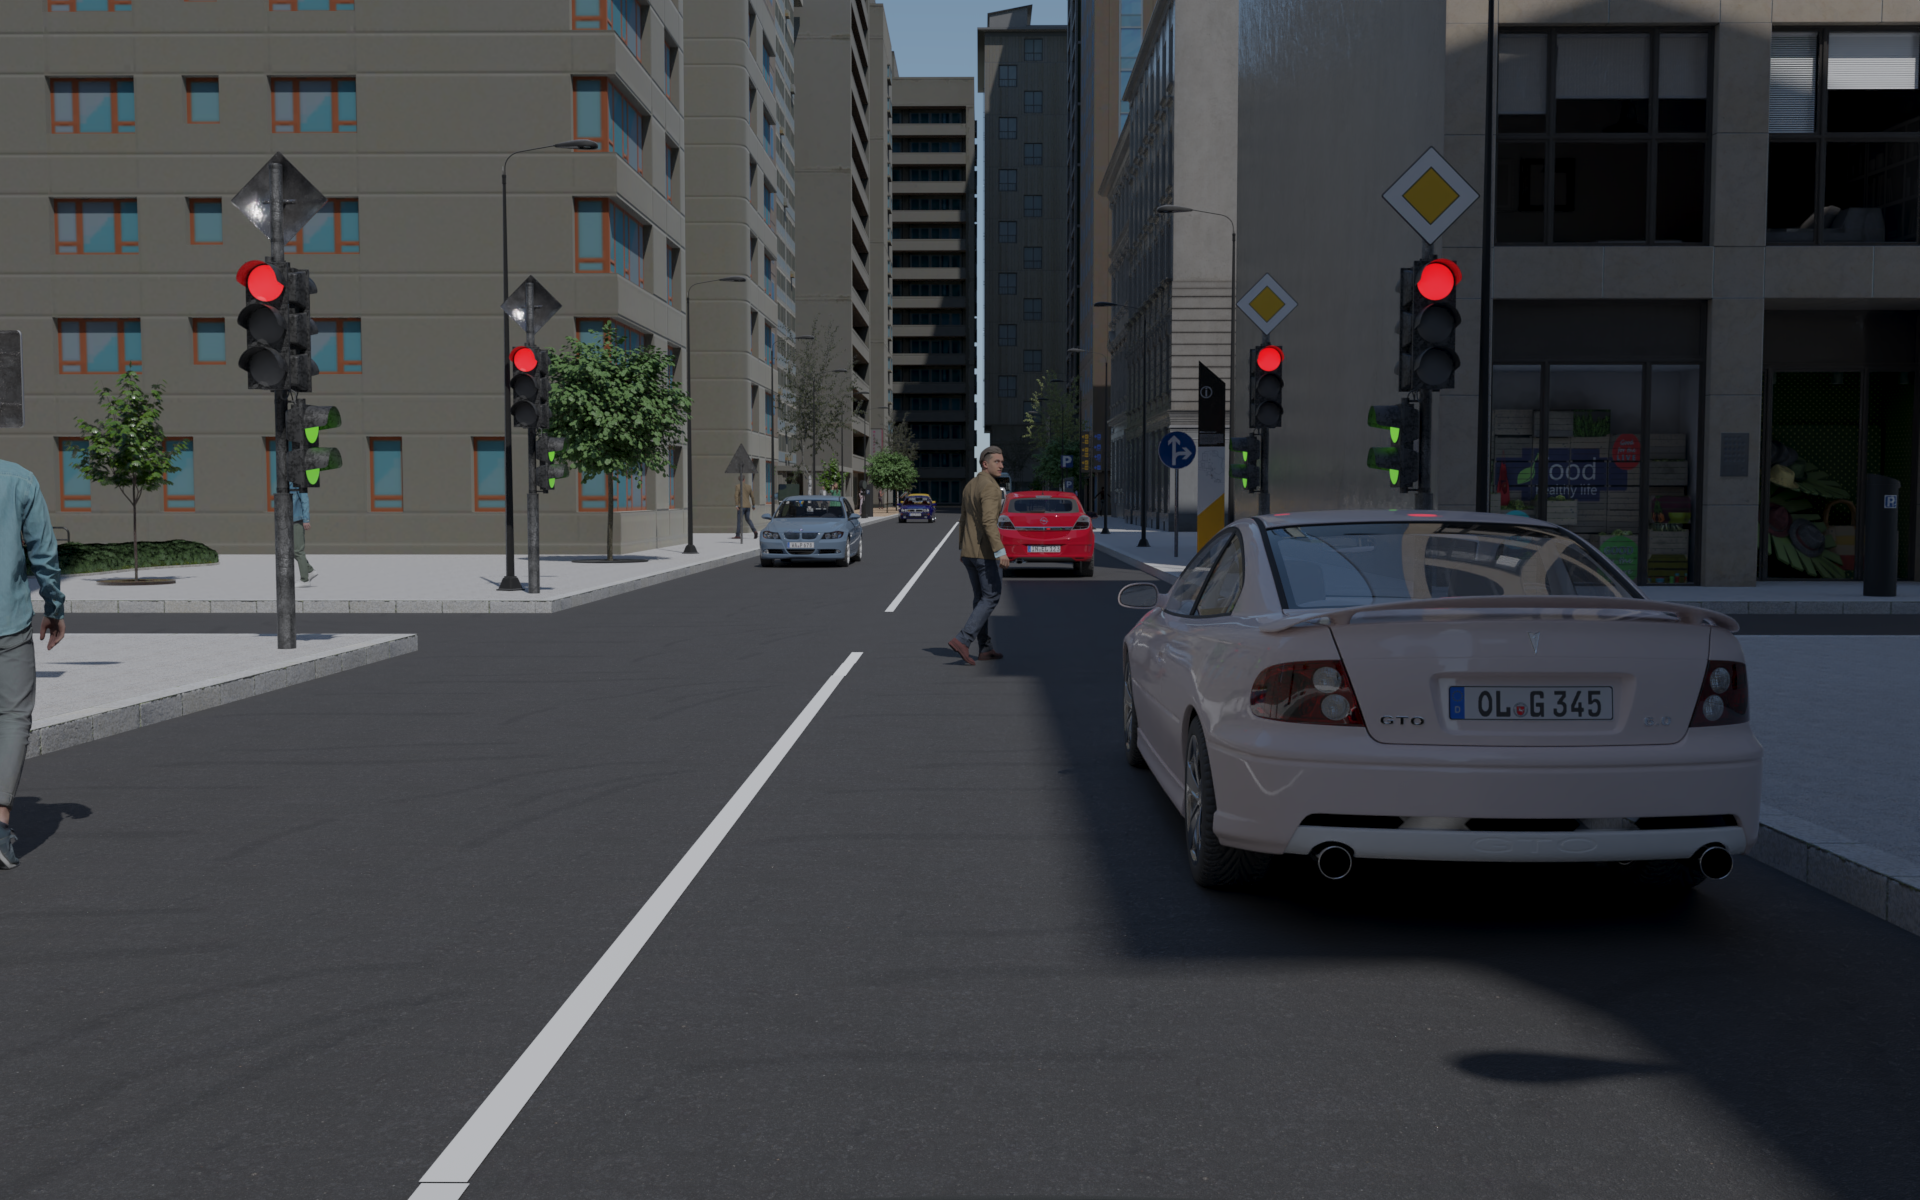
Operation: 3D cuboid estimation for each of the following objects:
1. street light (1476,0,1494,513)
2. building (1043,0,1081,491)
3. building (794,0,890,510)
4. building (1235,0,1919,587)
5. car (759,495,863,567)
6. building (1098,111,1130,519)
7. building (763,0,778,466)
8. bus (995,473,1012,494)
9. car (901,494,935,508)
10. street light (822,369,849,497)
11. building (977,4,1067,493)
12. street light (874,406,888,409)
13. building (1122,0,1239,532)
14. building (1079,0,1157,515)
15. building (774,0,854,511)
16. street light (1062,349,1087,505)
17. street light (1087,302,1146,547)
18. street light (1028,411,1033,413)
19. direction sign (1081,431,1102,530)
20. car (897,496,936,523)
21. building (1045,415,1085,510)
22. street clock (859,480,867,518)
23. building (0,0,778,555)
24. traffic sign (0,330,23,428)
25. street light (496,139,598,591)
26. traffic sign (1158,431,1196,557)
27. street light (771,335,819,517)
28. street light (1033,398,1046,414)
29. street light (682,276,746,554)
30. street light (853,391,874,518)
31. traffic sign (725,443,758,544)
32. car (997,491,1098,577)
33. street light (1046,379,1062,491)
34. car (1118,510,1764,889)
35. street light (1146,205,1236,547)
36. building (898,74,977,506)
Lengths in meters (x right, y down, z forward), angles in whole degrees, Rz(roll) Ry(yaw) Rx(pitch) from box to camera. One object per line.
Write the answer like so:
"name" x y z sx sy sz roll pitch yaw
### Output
"street light" 3.696 -2.533 13.958 1.470 5.913 1.316 0 4 1
"building" 18.367 -44.124 159.672 20.563 71.187 20.611 0 4 1
"building" -17.308 -32.819 160.291 21.600 48.544 21.300 0 4 1
"building" 23.703 -13.947 32.553 34.151 26.468 19.350 0 4 1
"car" -3.003 -1.442 35.577 2.014 1.417 4.499 0 4 2
"building" 13.361 -15.318 86.601 11.583 22.565 21.152 0 4 1
"building" -16.174 -26.247 79.253 14.600 45.320 14.200 0 4 1
"bus" 3.164 -9.885 156.471 2.948 3.499 13.247 0 3 0
"car" -2.417 -5.569 101.275 2.015 1.641 3.980 0 4 3
"street light" -4.887 -5.620 64.429 1.470 5.913 1.316 0 4 1
"building" 15.702 -37.119 196.142 27.495 52.752 28.713 0 4 1
"street light" -4.501 -7.302 91.930 1.470 5.913 1.316 0 4 1
"building" 11.858 -13.324 66.993 9.793 20.994 18.267 0 4 1
"building" 15.002 -28.162 110.556 14.600 45.320 14.200 0 4 1
"building" -23.364 -25.552 109.659 32.217 40.220 23.993 0 4 1
"street light" 4.134 -5.072 55.474 1.470 5.913 1.316 0 4 1
"street light" 3.925 -4.246 41.960 1.470 5.913 1.316 0 4 1
"street light" 4.523 -7.630 97.299 1.470 5.913 1.316 0 4 1
"direction sign" 4.731 -4.306 62.406 0.876 3.537 0.379 3 4 39
"car" -2.142 -4.527 86.603 1.945 1.354 3.894 0 4 2
"building" 18.428 -50.157 132.741 22.319 86.520 31.000 0 4 1
"street clock" -5.087 -5.291 91.081 0.358 2.002 0.471 2 4 30
"building" -20.830 -12.569 50.536 27.650 21.520 28.899 0 4 1
"traffic sign" -6.162 -0.534 10.854 0.606 2.300 0.079 0 4 2
"street light" -5.439 -3.077 22.853 1.470 5.913 1.316 0 4 1
"traffic sign" 4.404 -2.146 35.199 0.768 2.556 0.104 0 4 2
"street light" -4.959 -4.787 50.812 1.470 5.913 1.316 0 4 1
"street light" 4.425 -6.804 83.783 1.470 5.913 1.316 0 4 1
"street light" -5.255 -3.946 37.056 1.470 5.913 1.316 0 4 1
"street light" -4.795 -6.476 78.416 1.470 5.913 1.316 0 4 1
"traffic sign" -5.617 -2.720 44.483 0.884 2.594 0.081 0 4 8
"car" 1.457 -1.371 31.461 2.155 1.783 4.494 0 4 1
"street light" 4.352 -5.977 70.267 1.470 5.913 1.316 0 4 1
"car" 1.785 0.287 7.672 2.083 1.381 4.827 0 4 1
"street light" 3.861 -3.392 27.996 1.470 5.913 1.316 0 4 1
"building" -8.875 -34.867 193.771 21.600 48.544 21.300 0 4 1
